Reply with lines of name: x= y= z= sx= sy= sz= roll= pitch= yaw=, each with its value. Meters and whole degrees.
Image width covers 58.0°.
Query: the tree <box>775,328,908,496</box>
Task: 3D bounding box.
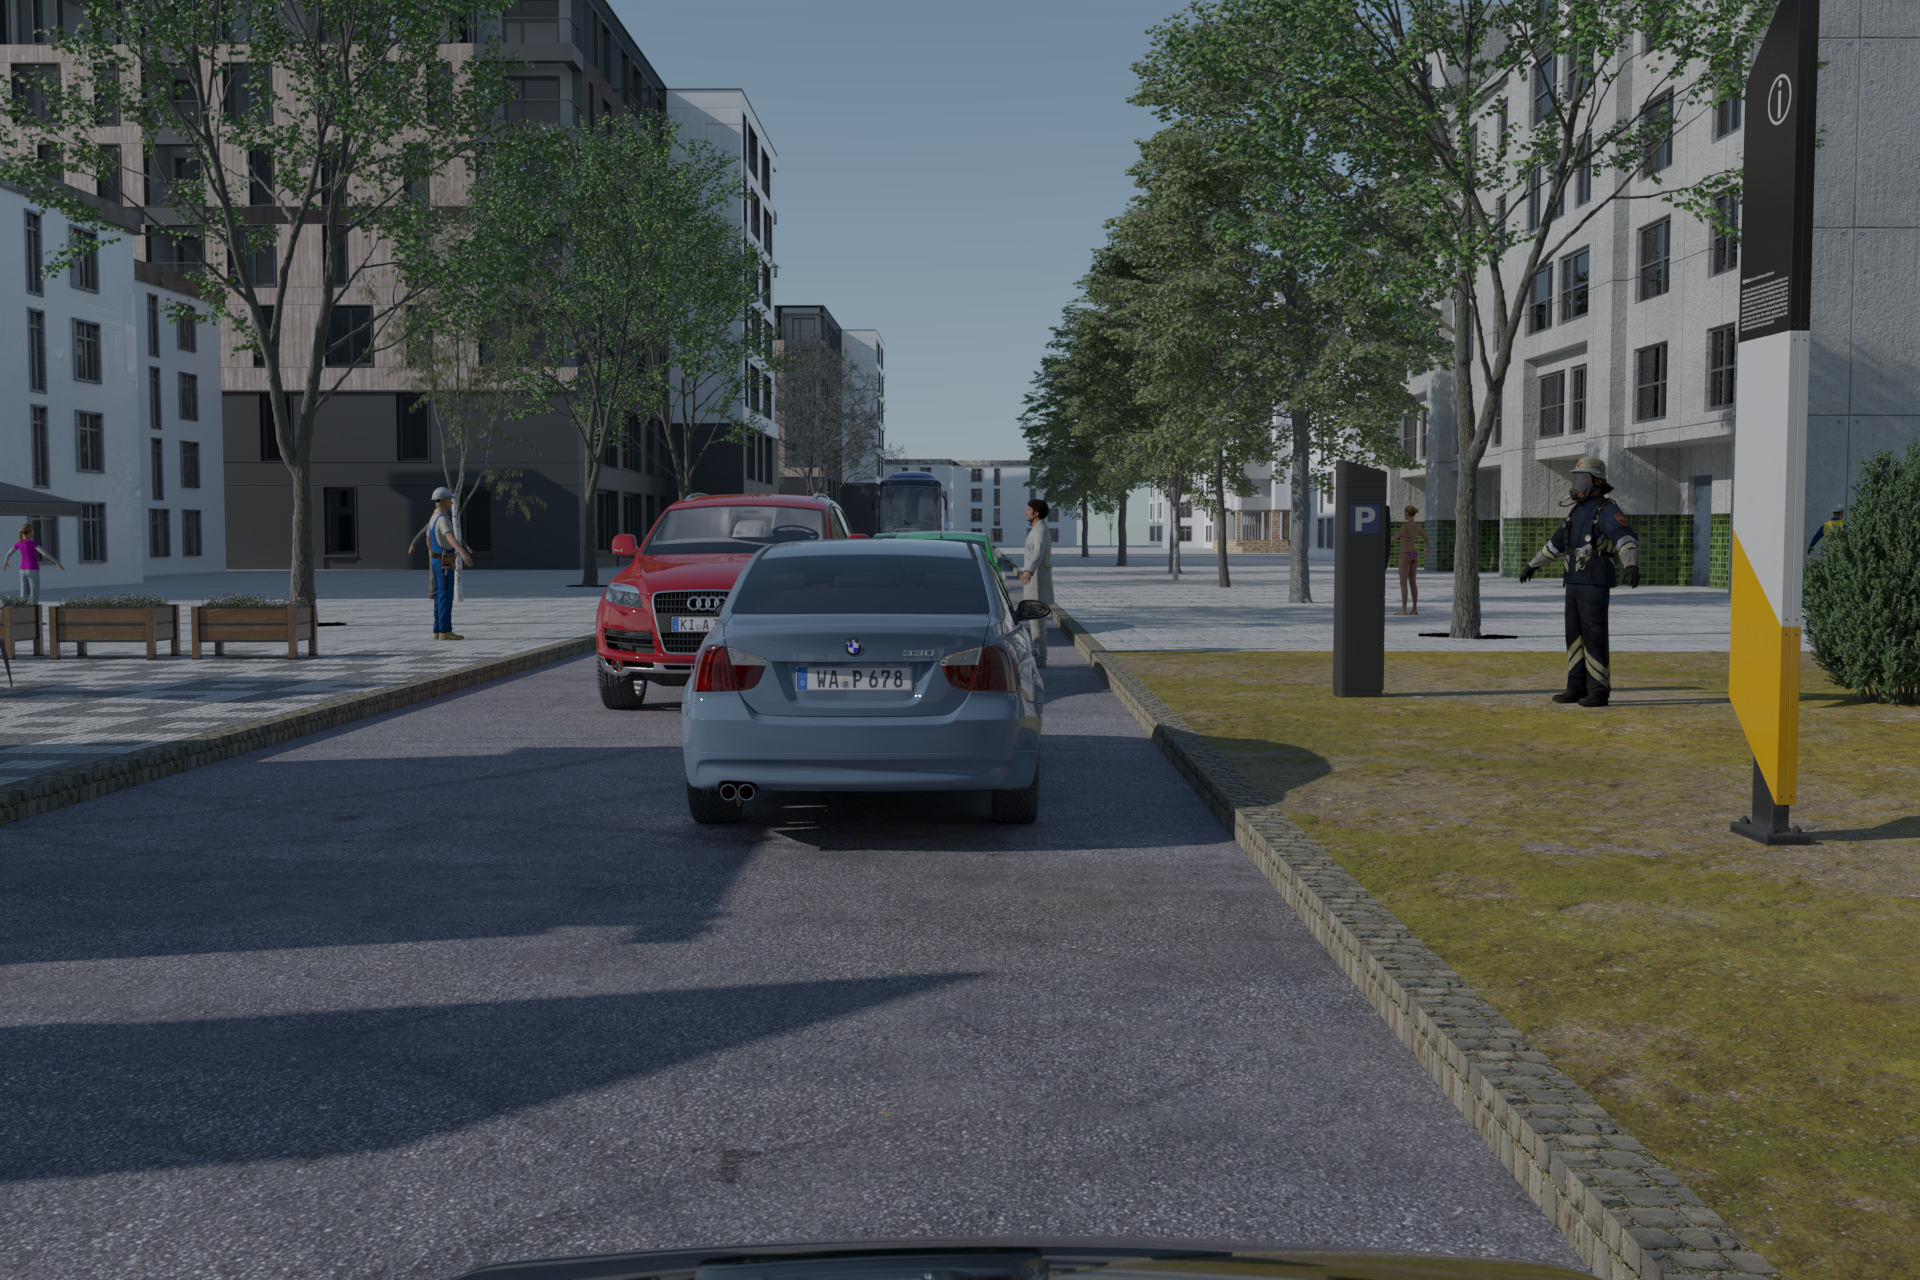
tree: x=-8.719 y=-11.831 z=103.812 sx=12.009 sy=13.543 sz=11.850 roll=0 pitch=3 yaw=0

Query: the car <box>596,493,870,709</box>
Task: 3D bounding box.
car: x=-1.899 y=-0.439 z=15.858 sx=2.281 sy=1.827 sz=5.304 roll=0 pitch=4 yaw=1

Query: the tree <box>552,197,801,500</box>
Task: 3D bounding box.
tree: x=-8.500 y=-7.782 z=52.986 sx=9.928 sy=11.665 sz=9.643 roll=0 pitch=3 yaw=0

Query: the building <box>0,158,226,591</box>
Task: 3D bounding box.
building: x=-25.897 y=-6.311 z=45.339 sx=9.099 sy=9.664 sz=28.070 roll=0 pitch=3 yaw=0

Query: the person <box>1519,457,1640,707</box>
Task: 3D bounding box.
person: x=4.685 y=-0.441 z=12.982 sx=0.705 sy=1.856 sz=1.354 roll=-1 pitch=4 yaw=-16

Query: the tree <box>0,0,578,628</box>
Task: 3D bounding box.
tree: x=-9.153 y=-5.984 z=23.602 sx=9.928 sy=11.665 sz=9.643 roll=0 pitch=3 yaw=0

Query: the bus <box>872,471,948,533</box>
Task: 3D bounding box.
bus: x=-1.851 y=-4.900 z=71.663 sx=2.896 sy=3.916 sz=12.251 roll=0 pitch=4 yaw=0

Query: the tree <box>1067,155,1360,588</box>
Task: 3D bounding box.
tree: x=6.027 y=-6.541 z=41.365 sx=7.601 sy=10.594 sz=8.767 roll=0 pitch=4 yaw=5

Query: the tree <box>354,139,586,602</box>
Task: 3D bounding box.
tree: x=-9.630 y=-5.043 z=32.819 sx=4.360 sy=8.622 sz=3.978 roll=0 pitch=3 yaw=0

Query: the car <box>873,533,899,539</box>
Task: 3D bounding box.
car: x=-1.540 y=-2.128 z=43.589 sx=1.959 sy=1.807 sz=4.718 roll=0 pitch=4 yaw=1

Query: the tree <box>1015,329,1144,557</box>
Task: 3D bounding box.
tree: x=6.754 y=-10.774 z=94.280 sx=7.486 sy=12.596 sz=7.792 roll=0 pitch=3 yaw=0

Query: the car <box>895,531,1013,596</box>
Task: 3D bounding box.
car: x=-0.230 y=-0.933 z=24.054 sx=1.959 sy=1.807 sz=4.718 roll=0 pitch=4 yaw=1

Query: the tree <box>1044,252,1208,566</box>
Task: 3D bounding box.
tree: x=6.939 y=-9.277 z=69.813 sx=7.486 sy=12.596 sz=7.792 roll=0 pitch=3 yaw=0

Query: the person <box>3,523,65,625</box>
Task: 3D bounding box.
person: x=-13.084 y=-0.928 z=24.435 sx=0.991 sy=1.433 sz=0.599 roll=1 pitch=4 yaw=13

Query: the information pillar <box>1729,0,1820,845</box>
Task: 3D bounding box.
information pillar: x=3.412 y=-0.974 z=7.272 sx=0.183 sy=3.616 sz=0.504 roll=0 pitch=3 yaw=0

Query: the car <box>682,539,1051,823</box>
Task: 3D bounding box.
car: x=-0.465 y=0.131 z=9.868 sx=2.014 sy=1.417 sz=4.499 roll=0 pitch=4 yaw=0

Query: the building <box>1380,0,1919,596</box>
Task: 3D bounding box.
building: x=24.487 y=-11.276 z=50.826 sx=16.747 sy=18.905 sz=31.486 roll=0 pitch=4 yaw=0

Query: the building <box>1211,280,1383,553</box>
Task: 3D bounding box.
building: x=24.140 y=-16.720 z=129.792 sx=16.016 sy=20.090 sz=11.380 roll=0 pitch=4 yaw=1

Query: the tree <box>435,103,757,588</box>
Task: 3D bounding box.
tree: x=-8.801 y=-7.093 z=41.731 sx=9.928 sy=11.665 sz=9.643 roll=0 pitch=3 yaw=0

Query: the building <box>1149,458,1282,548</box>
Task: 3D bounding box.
building: x=23.581 y=-13.490 z=162.712 sx=9.099 sy=9.664 sz=28.070 roll=0 pitch=4 yaw=0

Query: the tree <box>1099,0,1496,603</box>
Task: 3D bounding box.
tree: x=6.009 y=-6.942 z=31.625 sx=7.486 sy=12.596 sz=7.792 roll=0 pitch=3 yaw=0

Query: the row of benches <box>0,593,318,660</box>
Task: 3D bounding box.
row of benches: x=-8.823 y=-0.150 z=17.923 sx=4.104 sy=0.672 sz=1.422 roll=0 pitch=4 yaw=0

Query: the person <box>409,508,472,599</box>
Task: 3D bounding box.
person: x=-10.270 y=-1.704 z=34.139 sx=0.705 sy=1.796 sz=1.348 roll=3 pitch=5 yaw=44

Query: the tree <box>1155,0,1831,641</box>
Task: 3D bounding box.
tree: x=6.427 y=-5.832 z=21.112 sx=9.928 sy=11.665 sz=9.643 roll=0 pitch=3 yaw=0

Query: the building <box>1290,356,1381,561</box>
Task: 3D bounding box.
building: x=22.364 y=-8.500 z=81.118 sx=9.099 sy=9.664 sz=28.070 roll=0 pitch=4 yaw=1

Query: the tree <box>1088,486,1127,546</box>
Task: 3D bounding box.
tree: x=16.940 y=-14.757 z=191.646 sx=4.360 sy=8.622 sz=3.978 roll=0 pitch=3 yaw=0

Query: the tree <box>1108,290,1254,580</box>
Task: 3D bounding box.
tree: x=6.031 y=-5.967 z=47.923 sx=4.737 sy=8.622 sz=4.395 roll=0 pitch=3 yaw=0

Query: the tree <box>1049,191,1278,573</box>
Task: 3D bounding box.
tree: x=6.622 y=-8.456 z=56.375 sx=7.486 sy=12.596 sz=7.792 roll=0 pitch=3 yaw=0

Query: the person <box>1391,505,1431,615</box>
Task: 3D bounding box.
person: x=7.057 y=-1.264 z=27.468 sx=1.217 sy=1.733 sz=0.721 roll=-2 pitch=4 yaw=-34

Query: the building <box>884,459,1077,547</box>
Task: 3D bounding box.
building: x=-0.784 y=-15.279 z=194.423 sx=28.070 sy=9.664 sz=9.099 roll=0 pitch=4 yaw=4

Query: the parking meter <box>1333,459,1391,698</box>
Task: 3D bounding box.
parking meter: x=3.168 y=-0.486 z=13.654 sx=0.399 sy=1.863 sz=0.255 roll=0 pitch=3 yaw=0

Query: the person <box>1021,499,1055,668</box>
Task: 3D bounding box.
person: x=0.806 y=-0.614 z=18.679 sx=0.705 sy=1.806 sz=1.347 roll=0 pitch=4 yaw=4

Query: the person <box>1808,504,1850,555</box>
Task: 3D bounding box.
person: x=15.998 y=-1.565 z=31.549 sx=0.705 sy=1.833 sz=1.349 roll=-2 pitch=4 yaw=-27

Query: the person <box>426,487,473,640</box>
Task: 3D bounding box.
person: x=-6.235 y=-0.926 z=21.004 sx=0.705 sy=1.847 sz=1.347 roll=-2 pitch=4 yaw=-34

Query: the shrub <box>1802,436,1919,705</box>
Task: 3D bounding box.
shrub: x=7.192 y=-0.535 z=13.173 sx=1.690 sy=2.028 sz=1.600 roll=0 pitch=3 yaw=0

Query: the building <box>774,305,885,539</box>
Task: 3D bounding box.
building: x=-22.326 y=-20.007 z=171.087 sx=27.936 sy=21.610 sz=32.646 roll=0 pitch=4 yaw=1

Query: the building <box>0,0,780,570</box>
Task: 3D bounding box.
building: x=-23.953 y=-14.300 z=77.781 sx=27.936 sy=21.610 sz=32.646 roll=0 pitch=4 yaw=1
